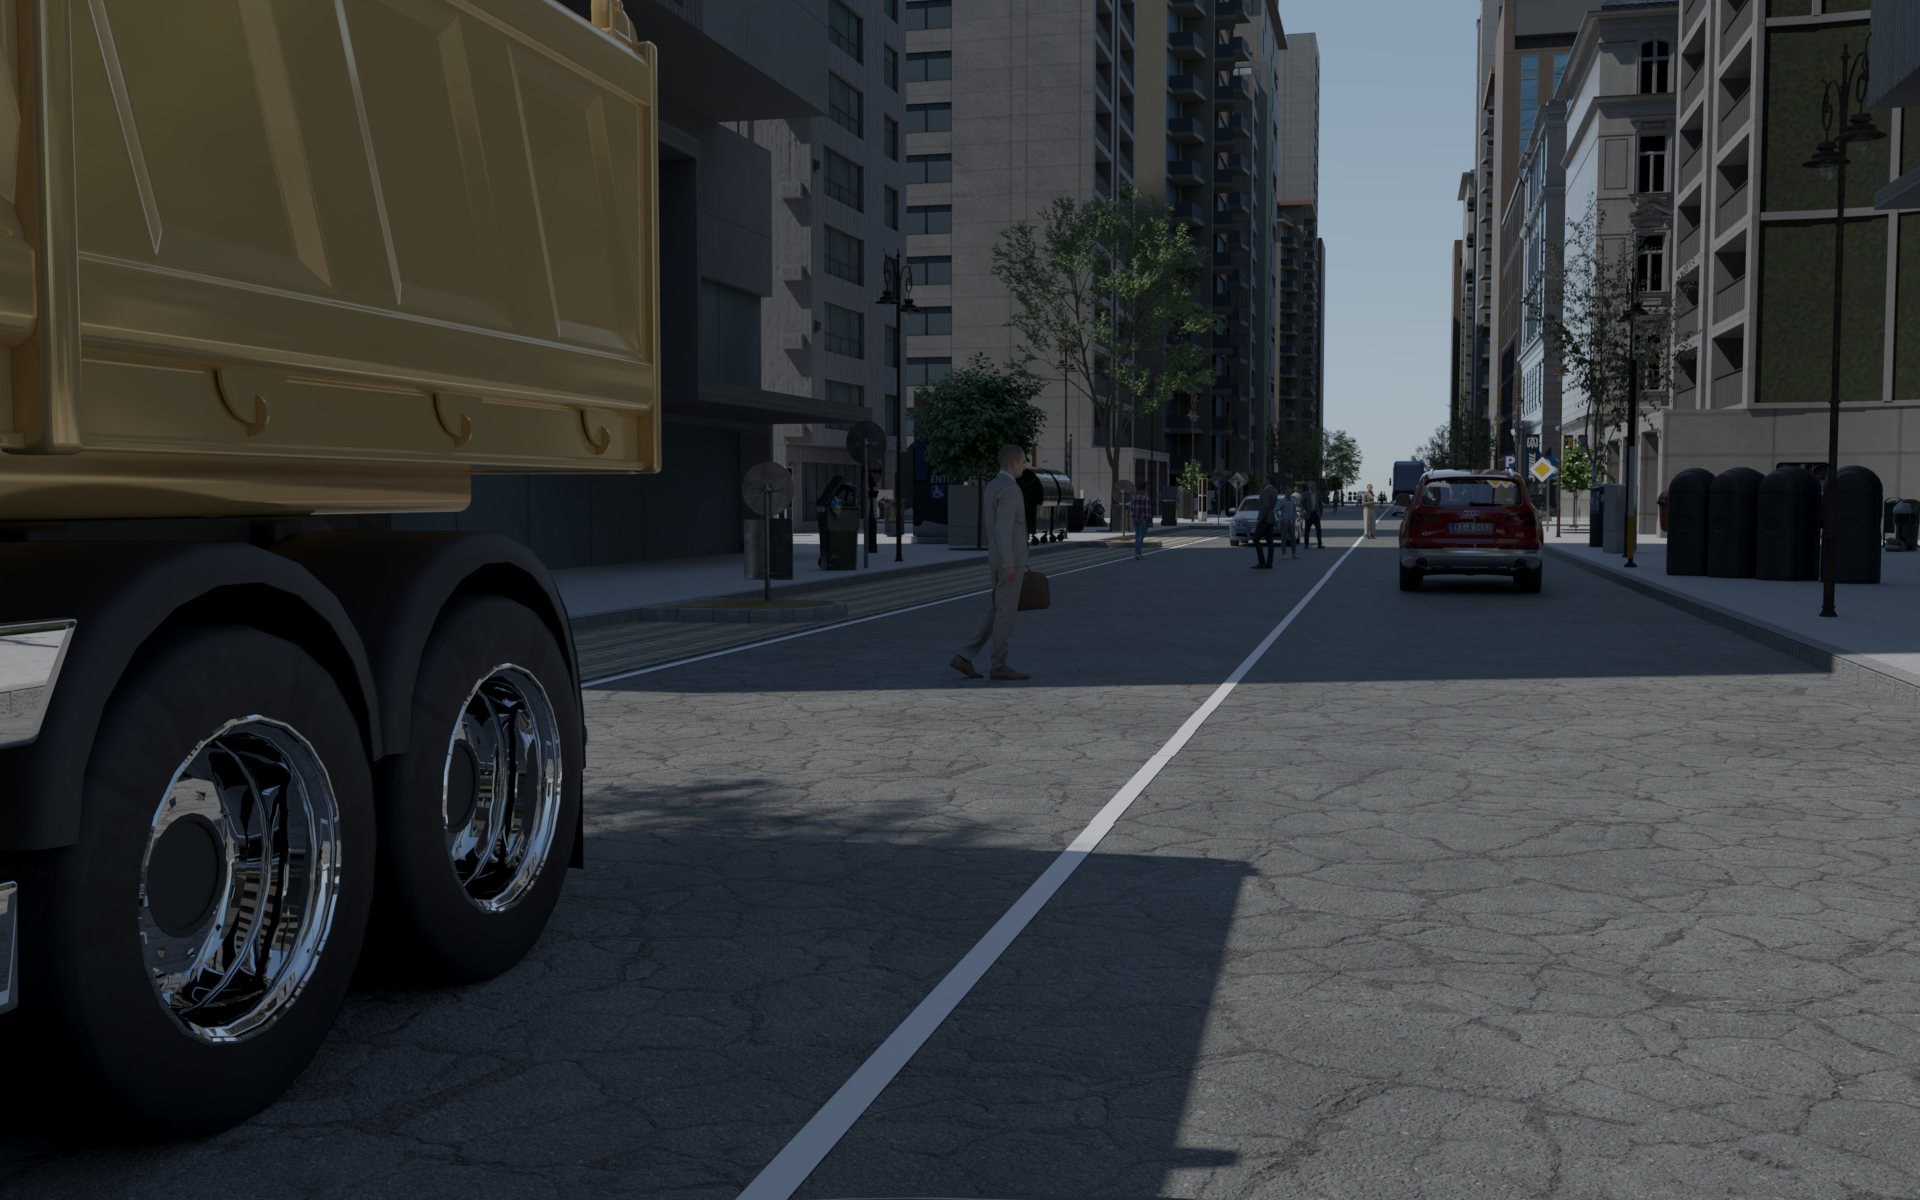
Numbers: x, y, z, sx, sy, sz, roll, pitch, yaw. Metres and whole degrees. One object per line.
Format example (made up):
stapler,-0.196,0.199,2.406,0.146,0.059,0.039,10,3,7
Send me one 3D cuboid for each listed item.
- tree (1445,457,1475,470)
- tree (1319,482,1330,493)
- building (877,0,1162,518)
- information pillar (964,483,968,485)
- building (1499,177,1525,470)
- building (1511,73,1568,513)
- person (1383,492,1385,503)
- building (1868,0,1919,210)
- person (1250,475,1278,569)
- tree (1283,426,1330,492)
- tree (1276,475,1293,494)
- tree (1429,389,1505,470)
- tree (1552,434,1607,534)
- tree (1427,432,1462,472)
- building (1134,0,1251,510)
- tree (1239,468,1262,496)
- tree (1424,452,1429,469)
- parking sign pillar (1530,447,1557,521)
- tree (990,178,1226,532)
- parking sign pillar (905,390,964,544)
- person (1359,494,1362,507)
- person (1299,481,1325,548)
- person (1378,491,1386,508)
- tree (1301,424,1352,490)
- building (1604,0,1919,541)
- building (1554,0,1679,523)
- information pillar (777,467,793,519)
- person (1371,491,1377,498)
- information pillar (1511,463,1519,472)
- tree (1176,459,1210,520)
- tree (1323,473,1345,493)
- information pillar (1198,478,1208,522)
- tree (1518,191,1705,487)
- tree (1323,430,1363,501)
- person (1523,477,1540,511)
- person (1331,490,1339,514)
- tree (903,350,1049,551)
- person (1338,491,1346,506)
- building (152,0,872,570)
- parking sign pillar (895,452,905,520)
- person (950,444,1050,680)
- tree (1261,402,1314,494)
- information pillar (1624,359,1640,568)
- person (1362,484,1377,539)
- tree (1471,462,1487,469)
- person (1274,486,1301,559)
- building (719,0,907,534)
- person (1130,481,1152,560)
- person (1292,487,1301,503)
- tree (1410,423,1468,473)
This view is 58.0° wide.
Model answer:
tree,44.136,-10.326,152.535,4.285,4.588,4.351,0,3,0
tree,52.151,-15.399,246.371,1.663,3.219,1.824,0,3,0
building,1.745,-40.573,101.628,20.563,71.187,20.611,1,4,14
information pillar,0.206,-6.171,92.247,0.183,3.616,0.504,3,5,43
building,49.824,-20.821,133.929,14.314,27.812,24.014,1,4,14
building,43.528,-19.947,112.034,13.634,28.700,20.117,1,4,14
person,67.784,-16.399,276.556,0.705,1.831,1.348,1,4,15
building,27.181,-26.120,16.295,28.713,52.752,27.495,1,4,14
person,5.870,-1.510,33.378,0.592,1.802,0.473,-3,5,-44
tree,39.225,-14.849,193.138,4.737,8.622,4.395,0,3,0
tree,29.939,-10.130,160.228,1.663,3.219,1.824,0,3,0
tree,35.609,-10.406,120.494,4.737,8.622,4.395,0,3,0
tree,19.971,-3.776,56.346,1.663,3.219,1.824,0,3,0
tree,56.991,-15.407,202.270,4.360,8.622,3.978,0,3,0
building,10.664,-29.356,134.587,22.147,44.769,28.867,1,4,14
tree,19.407,-7.481,116.912,1.663,3.219,1.824,0,3,0
tree,59.228,-16.041,212.637,4.737,8.622,4.395,0,3,0
parking sign pillar,27.261,-5.712,81.858,1.447,3.967,1.447,-3,5,-41
tree,5.138,-8.129,58.671,9.928,11.665,9.643,0,3,0
parking sign pillar,-0.559,-3.447,44.828,1.447,3.967,1.447,0,4,5
person,44.287,-10.971,191.095,0.599,1.433,0.991,0,4,5
person,9.262,-2.232,45.389,0.661,1.777,0.834,-1,4,-16
person,43.180,-10.270,177.199,0.721,1.735,1.217,-2,4,-30
tree,47.847,-17.851,226.271,7.601,10.594,8.767,2,4,32
building,31.327,-37.414,49.965,20.563,71.187,20.611,1,4,14
building,51.025,-18.529,79.359,44.131,29.872,17.030,1,4,14
information pillar,-4.689,-2.566,46.439,0.304,2.012,0.304,2,4,34
person,49.162,-12.144,207.019,1.348,1.831,0.705,1,4,13
information pillar,34.523,-7.131,107.942,0.504,3.616,0.183,1,4,9
tree,11.652,-5.668,87.273,1.663,3.219,1.824,0,3,0
tree,55.979,-16.870,259.529,4.285,4.588,4.351,0,3,0
information pillar,11.275,-4.645,80.435,0.304,2.012,0.304,-2,4,-29
tree,16.058,-5.668,43.030,4.360,8.622,3.978,0,3,0
tree,67.380,-23.684,305.362,7.486,12.596,7.792,0,3,0
person,11.051,-1.512,33.770,0.519,1.759,0.362,2,4,31
person,27.206,-7.123,125.548,0.593,1.750,0.643,2,4,26
tree,0.365,-3.423,39.678,4.285,4.588,4.351,0,3,0
person,44.072,-11.684,199.613,1.350,1.814,0.705,-3,4,-39
building,-18.181,-26.691,25.640,28.713,52.752,27.495,1,4,14
parking sign pillar,-2.437,-5.881,84.632,1.447,3.967,1.447,3,5,43
person,0.361,-0.292,13.387,0.853,1.813,0.709,-1,4,-17
tree,25.751,-11.463,137.789,4.360,8.622,3.978,0,3,0
information pillar,11.817,-2.387,30.385,0.183,3.616,0.504,2,4,28
person,13.105,-2.832,55.348,0.519,1.759,0.362,-3,4,-36
tree,31.286,-6.749,104.954,1.663,3.219,1.824,0,3,0
person,7.232,-1.710,38.268,0.589,1.601,0.330,-1,4,-13
building,-9.697,-17.801,62.746,14.107,30.474,14.160,1,4,14
person,3.944,-1.750,37.947,0.643,1.720,0.563,-3,4,-36
person,15.187,-4.224,78.138,0.480,1.755,0.524,0,4,0
tree,63.286,-17.996,228.643,8.767,10.594,7.601,1,4,15
